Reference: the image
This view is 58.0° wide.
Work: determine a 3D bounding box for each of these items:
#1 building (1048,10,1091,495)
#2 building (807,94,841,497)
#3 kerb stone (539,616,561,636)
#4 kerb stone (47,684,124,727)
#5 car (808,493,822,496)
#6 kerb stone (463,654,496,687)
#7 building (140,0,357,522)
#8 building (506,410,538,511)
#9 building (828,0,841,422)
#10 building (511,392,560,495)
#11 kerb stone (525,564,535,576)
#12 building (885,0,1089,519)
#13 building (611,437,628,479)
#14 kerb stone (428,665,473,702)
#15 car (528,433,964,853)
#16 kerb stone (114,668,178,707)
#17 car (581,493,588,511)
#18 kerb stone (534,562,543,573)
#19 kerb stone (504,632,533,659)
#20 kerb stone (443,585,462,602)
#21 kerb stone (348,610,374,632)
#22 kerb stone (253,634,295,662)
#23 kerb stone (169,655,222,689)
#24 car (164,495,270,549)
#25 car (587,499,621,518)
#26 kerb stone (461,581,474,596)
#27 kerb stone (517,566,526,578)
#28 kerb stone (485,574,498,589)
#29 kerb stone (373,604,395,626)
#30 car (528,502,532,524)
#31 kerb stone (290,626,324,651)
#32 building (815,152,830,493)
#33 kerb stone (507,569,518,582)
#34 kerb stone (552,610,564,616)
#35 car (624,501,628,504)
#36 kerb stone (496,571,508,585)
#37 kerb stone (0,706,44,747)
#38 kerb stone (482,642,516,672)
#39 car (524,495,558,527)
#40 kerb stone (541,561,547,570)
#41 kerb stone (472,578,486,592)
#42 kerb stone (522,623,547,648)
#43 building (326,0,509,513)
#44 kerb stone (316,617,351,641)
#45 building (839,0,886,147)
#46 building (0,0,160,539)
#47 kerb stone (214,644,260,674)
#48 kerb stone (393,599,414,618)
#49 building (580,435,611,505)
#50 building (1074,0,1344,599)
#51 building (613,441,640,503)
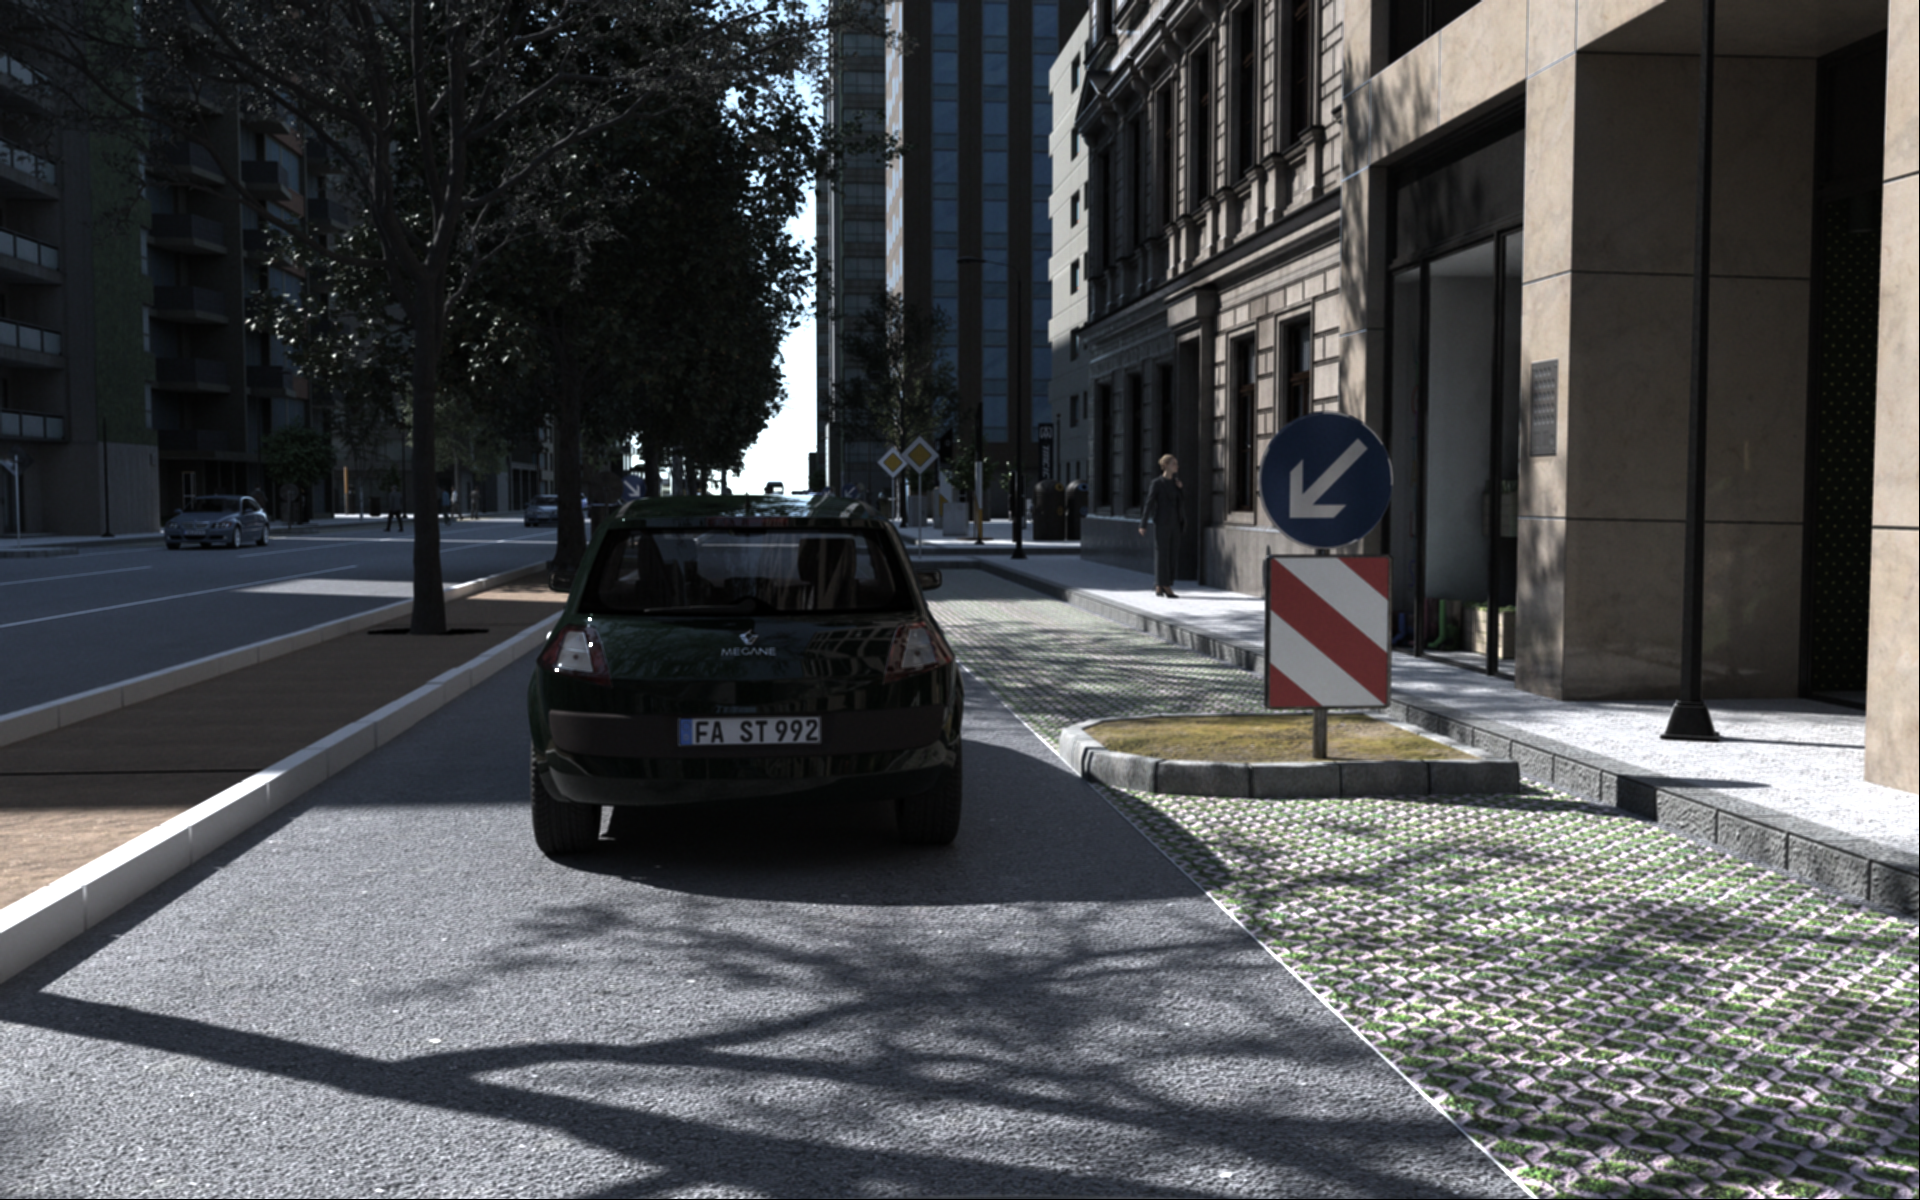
[{"bbox_3d":[19.455,-13.076,58.836,28.899,21.520,27.650,0,4,-6],"label":"building"},{"bbox_3d":[-11.608,-57.930,259.821,22.319,86.520,31.000,0,4,-6],"label":"building"},{"bbox_3d":[-4.157,0.296,17.386,0.120,0.150,1.000,0,4,-6],"label":"kerb stone"},{"bbox_3d":[-5.600,0.682,11.046,0.120,0.150,1.000,0,4,-6],"label":"kerb stone"},{"bbox_3d":[-10.258,-6.972,123.585,1.945,1.707,3.694,0,4,-4],"label":"car"},{"bbox_3d":[-3.726,0.553,13.314,0.120,0.150,1.000,0,4,-6],"label":"kerb stone"},{"bbox_3d":[-41.629,-26.050,80.545,22.147,44.769,28.867,0,4,-6],"label":"building"},{"bbox_3d":[-45.126,-42.796,137.960,20.563,71.187,20.611,0,4,-6],"label":"building"},{"bbox_3d":[-3.022,-38.959,178.971,21.231,58.520,28.212,0,4,-6],"label":"building"},{"bbox_3d":[-51.788,-19.485,163.622,27.650,21.520,28.899,0,4,-6],"label":"building"},{"bbox_3d":[-7.649,-0.504,30.443,0.120,0.150,1.000,0,4,-6],"label":"kerb stone"},{"bbox_3d":[3.198,-27.295,96.383,14.600,45.320,14.200,0,4,-6],"label":"building"},{"bbox_3d":[-57.538,-38.775,223.206,28.713,52.752,27.495,0,4,-6],"label":"building"},{"bbox_3d":[-3.626,0.605,12.296,0.120,0.150,1.000,0,4,-6],"label":"kerb stone"},{"bbox_3d":[-1.025,0.086,8.380,2.009,1.686,4.222,0,4,-7],"label":"car"},{"bbox_3d":[-5.703,0.620,12.065,0.120,0.150,1.000,0,4,-6],"label":"kerb stone"},{"bbox_3d":[-33.190,-8.575,149.798,1.945,1.707,3.694,0,4,-8],"label":"car"},{"bbox_3d":[-7.749,-0.567,31.461,0.120,0.150,1.000,0,4,-6],"label":"kerb stone"},{"bbox_3d":[-3.941,0.423,15.347,0.120,0.150,1.000,0,4,-6],"label":"kerb stone"},{"bbox_3d":[-6.886,-0.066,23.276,0.120,0.150,1.000,0,4,-6],"label":"kerb stone"},{"bbox_3d":[-6.356,0.245,18.187,0.120,0.150,1.000,0,4,-6],"label":"kerb stone"},{"bbox_3d":[-6.032,0.433,15.116,0.120,0.150,1.000,0,4,-6],"label":"kerb stone"},{"bbox_3d":[-5.817,0.557,13.081,0.120,0.150,1.000,0,4,-6],"label":"kerb stone"},{"bbox_3d":[-19.859,-2.108,46.472,2.014,1.417,4.499,0,4,-7],"label":"car"},{"bbox_3d":[-21.706,-5.703,105.832,1.945,1.354,3.894,0,4,-4],"label":"car"},{"bbox_3d":[-7.003,-0.126,24.297,0.120,0.150,1.000,0,4,-6],"label":"kerb stone"},{"bbox_3d":[-7.546,-0.436,29.419,0.120,0.150,1.000,0,4,-6],"label":"kerb stone"},{"bbox_3d":[-7.213,-0.254,26.351,0.120,0.150,1.000,0,4,-6],"label":"kerb stone"},{"bbox_3d":[-6.464,0.185,19.209,0.120,0.150,1.000,0,4,-6],"label":"kerb stone"},{"bbox_3d":[-19.771,-4.389,83.758,2.014,1.417,4.499,0,4,-6],"label":"car"},{"bbox_3d":[-6.145,0.376,16.142,0.120,0.150,1.000,0,4,-6],"label":"kerb stone"},{"bbox_3d":[-10.437,-32.175,209.647,14.154,41.232,14.086,0,4,-6],"label":"building"},{"bbox_3d":[-7.431,-0.380,28.402,0.120,0.150,1.000,0,4,-6],"label":"kerb stone"},{"bbox_3d":[-4.263,0.232,18.408,0.120,0.150,1.000,0,4,-6],"label":"kerb stone"},{"bbox_3d":[-32.430,-9.761,172.169,1.945,1.354,3.894,0,4,-7],"label":"car"},{"bbox_3d":[-7.324,-0.317,27.383,0.120,0.150,1.000,0,4,-6],"label":"kerb stone"},{"bbox_3d":[-5.492,0.744,10.029,0.120,0.150,1.000,0,4,-6],"label":"kerb stone"},{"bbox_3d":[-3.837,0.486,14.330,0.120,0.150,1.000,0,4,-6],"label":"kerb stone"},{"bbox_3d":[-18.347,-3.992,77.271,2.014,1.417,4.499,0,4,-7],"label":"car"},{"bbox_3d":[-7.861,-0.629,32.481,0.120,0.150,1.000,0,4,-6],"label":"kerb stone"},{"bbox_3d":[-7.111,-0.191,25.322,0.120,0.150,1.000,0,4,-6],"label":"kerb stone"},{"bbox_3d":[-4.053,0.356,16.369,0.120,0.150,1.000,0,4,-6],"label":"kerb stone"},{"bbox_3d":[-39.887,-26.709,120.281,14.154,41.232,14.086,0,4,-6],"label":"building"},{"bbox_3d":[-6.251,0.307,17.170,0.120,0.150,1.000,0,4,-6],"label":"kerb stone"},{"bbox_3d":[-1.799,-27.085,126.435,14.154,41.232,14.086,0,4,-6],"label":"building"},{"bbox_3d":[-33.088,-22.369,49.321,14.154,41.232,14.086,0,4,-6],"label":"building"},{"bbox_3d":[-5.929,0.495,14.098,0.120,0.150,1.000,0,4,-6],"label":"kerb stone"},{"bbox_3d":[-6.572,0.121,20.225,0.120,0.150,1.000,0,4,-6],"label":"kerb stone"},{"bbox_3d":[-48.925,-33.841,203.414,14.600,45.320,14.200,0,4,-6],"label":"building"},{"bbox_3d":[7.998,-9.807,24.978,10.561,19.102,19.286,0,4,-6],"label":"building"},{"bbox_3d":[-58.687,-38.696,252.279,23.786,49.044,30.456,0,4,-6],"label":"building"}]
